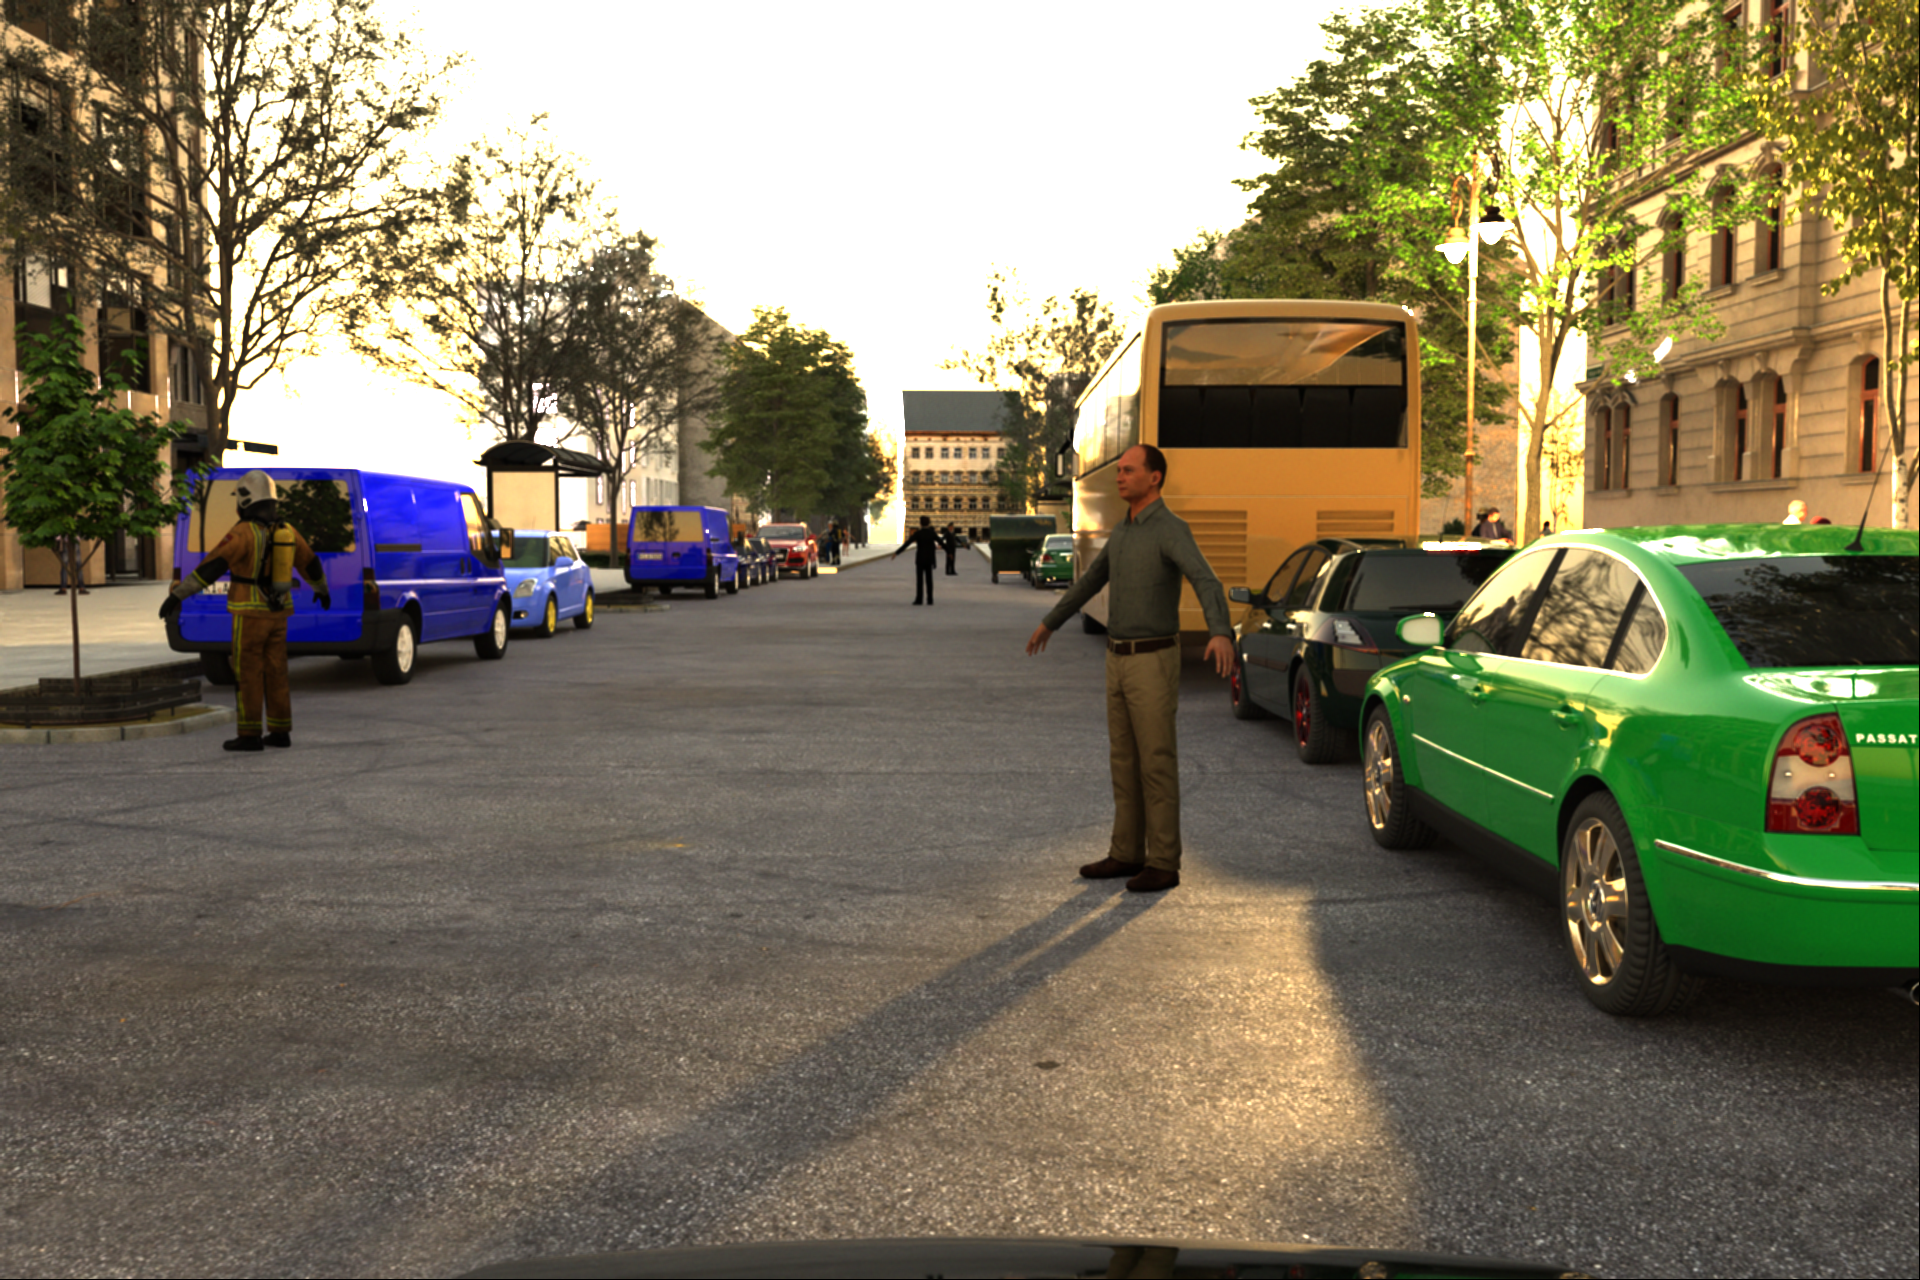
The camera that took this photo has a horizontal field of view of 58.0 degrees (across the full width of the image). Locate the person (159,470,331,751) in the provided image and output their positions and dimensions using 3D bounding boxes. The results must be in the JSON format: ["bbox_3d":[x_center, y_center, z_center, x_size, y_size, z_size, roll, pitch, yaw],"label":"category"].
[{"bbox_3d":[-4.691,-0.204,11.555,0.705,1.858,1.354,2,4,27],"label":"person"}]

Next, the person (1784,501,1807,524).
[{"bbox_3d":[10.839,-0.946,22.443,0.436,1.711,0.756,1,4,20],"label":"person"}]

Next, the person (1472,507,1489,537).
[{"bbox_3d":[11.041,-1.881,36.615,0.704,1.845,1.351,-2,4,-23],"label":"person"}]

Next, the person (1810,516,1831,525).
[{"bbox_3d":[7.588,-0.378,15.397,0.989,1.438,0.599,-1,4,-13],"label":"person"}]

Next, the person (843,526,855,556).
[{"bbox_3d":[-6.691,-5.812,101.825,1.217,1.733,0.721,2,4,29],"label":"person"}]

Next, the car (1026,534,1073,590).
[{"bbox_3d":[2.854,-2.102,46.164,2.131,1.459,4.920,0,3,0],"label":"car"}]

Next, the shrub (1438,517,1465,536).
[{"bbox_3d":[22.850,-4.639,79.885,1.661,2.075,1.752,0,3,0],"label":"shrub"}]

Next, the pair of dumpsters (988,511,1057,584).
[{"bbox_3d":[3.037,-2.779,50.388,4.436,2.255,1.574,0,4,0],"label":"pair of dumpsters"}]

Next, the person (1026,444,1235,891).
[{"bbox_3d":[0.723,0.100,7.090,0.705,1.796,1.348,-2,4,-30],"label":"person"}]

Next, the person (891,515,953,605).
[{"bbox_3d":[-0.733,-1.618,35.094,1.347,1.806,0.705,-2,4,-24],"label":"person"}]

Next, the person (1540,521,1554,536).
[{"bbox_3d":[19.715,-3.128,57.980,0.721,1.735,1.217,-2,4,-25],"label":"person"}]

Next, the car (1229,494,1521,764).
[{"bbox_3d":[2.977,-0.146,12.181,2.009,1.686,4.222,0,3,0],"label":"car"}]

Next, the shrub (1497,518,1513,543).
[{"bbox_3d":[20.042,-3.752,65.382,1.661,2.075,1.752,0,3,0],"label":"shrub"}]

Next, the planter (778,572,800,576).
[{"bbox_3d":[-6.465,-2.403,60.421,1.991,0.319,1.994,0,4,1],"label":"planter"}]

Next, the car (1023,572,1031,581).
[{"bbox_3d":[2.938,-2.586,54.080,2.131,1.459,4.920,0,4,0],"label":"car"}]

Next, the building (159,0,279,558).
[{"bbox_3d":[-30.501,-18.780,53.165,12.429,33.558,17.177,0,4,0],"label":"building"}]

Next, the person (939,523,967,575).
[{"bbox_3d":[-0.305,-3.185,60.472,0.705,1.837,1.347,3,5,44],"label":"person"}]

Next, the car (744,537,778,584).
[{"bbox_3d":[-6.358,-2.339,50.816,1.945,1.354,3.894,0,3,0],"label":"car"}]

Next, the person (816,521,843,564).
[{"bbox_3d":[-5.501,-4.141,73.565,1.347,1.847,0.705,0,4,-2],"label":"person"}]

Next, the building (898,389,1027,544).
[{"bbox_3d":[0.076,-26.238,262.382,18.063,23.208,19.493,0,4,-4],"label":"building"}]

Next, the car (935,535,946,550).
[{"bbox_3d":[-1.818,-7.720,138.588,2.083,1.381,4.827,0,4,0],"label":"car"}]

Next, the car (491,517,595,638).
[{"bbox_3d":[-6.453,-0.942,24.997,1.945,1.707,3.694,0,4,0],"label":"car"}]

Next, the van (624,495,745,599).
[{"bbox_3d":[-6.272,-2.166,39.791,2.240,2.365,5.245,0,4,0],"label":"van"}]

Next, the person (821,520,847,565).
[{"bbox_3d":[-5.124,-3.997,71.136,0.705,1.856,1.354,3,5,44],"label":"person"}]

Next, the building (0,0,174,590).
[{"bbox_3d":[-29.835,-13.696,27.128,19.350,26.588,34.151,0,4,-1],"label":"building"}]

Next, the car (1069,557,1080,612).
[{"bbox_3d":[2.946,-1.118,30.280,2.014,1.417,4.499,0,4,0],"label":"car"}]

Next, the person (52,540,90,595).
[{"bbox_3d":[-18.844,-1.880,36.650,0.709,1.838,0.599,-3,4,-37],"label":"person"}]

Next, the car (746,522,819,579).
[{"bbox_3d":[-5.775,-2.932,56.615,2.281,1.827,5.304,0,4,0],"label":"car"}]

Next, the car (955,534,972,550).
[{"bbox_3d":[0.077,-9.072,158.120,2.009,1.686,4.222,0,4,-1],"label":"car"}]

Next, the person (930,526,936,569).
[{"bbox_3d":[-1.194,-3.770,70.823,1.216,1.740,0.721,-2,4,-32],"label":"person"}]

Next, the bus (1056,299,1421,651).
[{"bbox_3d":[2.931,-1.840,21.631,2.896,3.916,12.252,0,4,0],"label":"bus"}]

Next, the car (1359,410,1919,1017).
[{"bbox_3d":[2.778,0.140,6.514,1.959,1.807,4.718,0,4,0],"label":"car"}]

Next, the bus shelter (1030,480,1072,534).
[{"bbox_3d":[3.922,-4.512,67.687,2.014,3.302,5.546,0,4,-1],"label":"bus shelter"}]

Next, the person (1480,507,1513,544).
[{"bbox_3d":[9.912,-1.549,31.825,0.683,1.767,0.568,-2,4,-33],"label":"person"}]

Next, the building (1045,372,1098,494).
[{"bbox_3d":[25.390,-23.929,235.208,27.936,21.610,32.646,0,3,0],"label":"building"}]

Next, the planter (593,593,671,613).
[{"bbox_3d":[-6.479,-0.688,32.381,1.991,0.319,1.994,0,4,0],"label":"planter"}]

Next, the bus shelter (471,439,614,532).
[{"bbox_3d":[-9.477,-2.811,39.886,2.014,3.302,5.546,0,4,-1],"label":"bus shelter"}]

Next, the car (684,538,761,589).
[{"bbox_3d":[-6.409,-2.093,46.808,1.945,1.354,3.894,0,4,0],"label":"car"}]

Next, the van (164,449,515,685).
[{"bbox_3d":[-6.192,-0.839,18.109,2.240,2.365,5.245,0,4,0],"label":"van"}]

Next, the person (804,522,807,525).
[{"bbox_3d":[-7.300,-4.611,81.366,0.705,1.833,1.349,1,4,22],"label":"person"}]

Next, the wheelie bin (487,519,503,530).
[{"bbox_3d":[-9.661,-1.705,35.789,0.693,1.594,0.980,0,4,1],"label":"wheelie bin"}]
